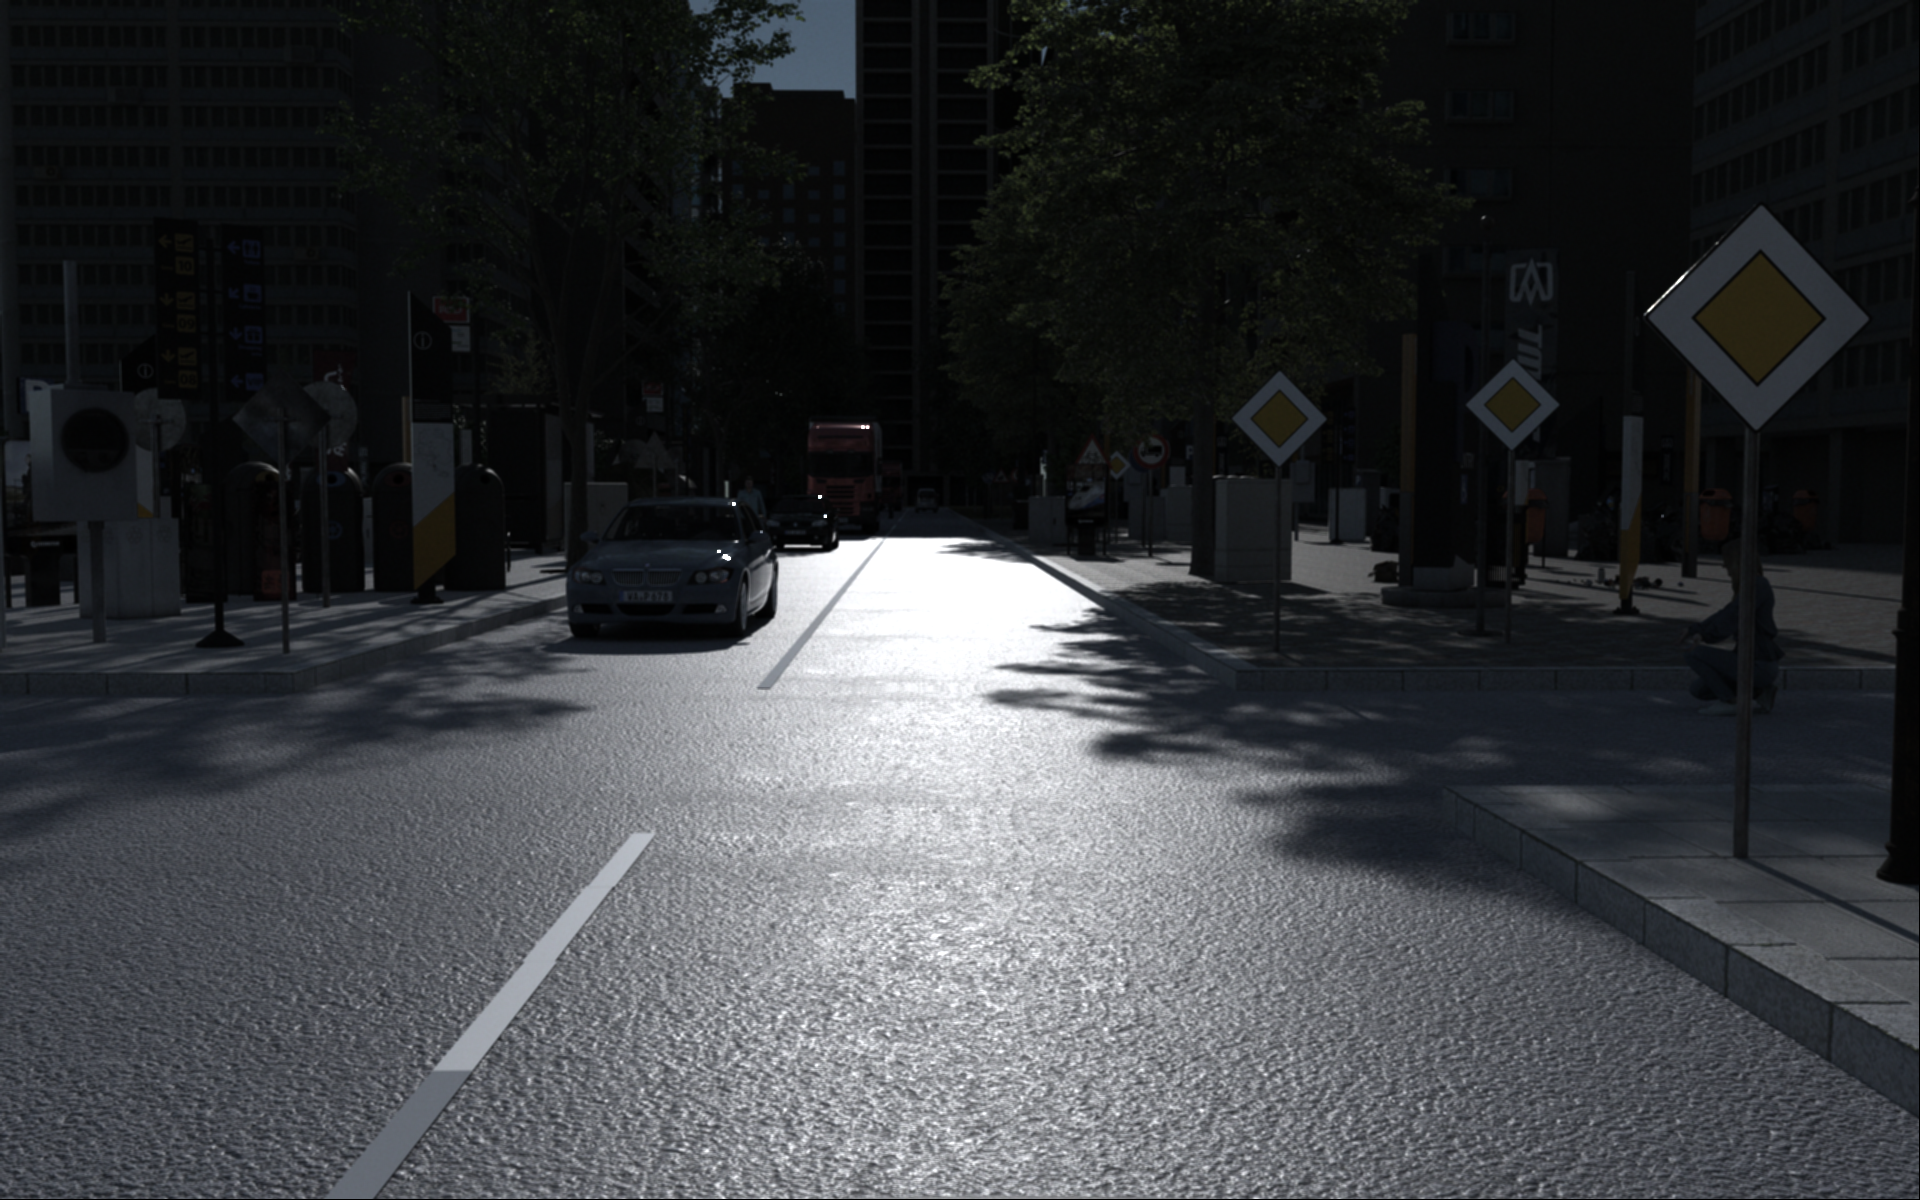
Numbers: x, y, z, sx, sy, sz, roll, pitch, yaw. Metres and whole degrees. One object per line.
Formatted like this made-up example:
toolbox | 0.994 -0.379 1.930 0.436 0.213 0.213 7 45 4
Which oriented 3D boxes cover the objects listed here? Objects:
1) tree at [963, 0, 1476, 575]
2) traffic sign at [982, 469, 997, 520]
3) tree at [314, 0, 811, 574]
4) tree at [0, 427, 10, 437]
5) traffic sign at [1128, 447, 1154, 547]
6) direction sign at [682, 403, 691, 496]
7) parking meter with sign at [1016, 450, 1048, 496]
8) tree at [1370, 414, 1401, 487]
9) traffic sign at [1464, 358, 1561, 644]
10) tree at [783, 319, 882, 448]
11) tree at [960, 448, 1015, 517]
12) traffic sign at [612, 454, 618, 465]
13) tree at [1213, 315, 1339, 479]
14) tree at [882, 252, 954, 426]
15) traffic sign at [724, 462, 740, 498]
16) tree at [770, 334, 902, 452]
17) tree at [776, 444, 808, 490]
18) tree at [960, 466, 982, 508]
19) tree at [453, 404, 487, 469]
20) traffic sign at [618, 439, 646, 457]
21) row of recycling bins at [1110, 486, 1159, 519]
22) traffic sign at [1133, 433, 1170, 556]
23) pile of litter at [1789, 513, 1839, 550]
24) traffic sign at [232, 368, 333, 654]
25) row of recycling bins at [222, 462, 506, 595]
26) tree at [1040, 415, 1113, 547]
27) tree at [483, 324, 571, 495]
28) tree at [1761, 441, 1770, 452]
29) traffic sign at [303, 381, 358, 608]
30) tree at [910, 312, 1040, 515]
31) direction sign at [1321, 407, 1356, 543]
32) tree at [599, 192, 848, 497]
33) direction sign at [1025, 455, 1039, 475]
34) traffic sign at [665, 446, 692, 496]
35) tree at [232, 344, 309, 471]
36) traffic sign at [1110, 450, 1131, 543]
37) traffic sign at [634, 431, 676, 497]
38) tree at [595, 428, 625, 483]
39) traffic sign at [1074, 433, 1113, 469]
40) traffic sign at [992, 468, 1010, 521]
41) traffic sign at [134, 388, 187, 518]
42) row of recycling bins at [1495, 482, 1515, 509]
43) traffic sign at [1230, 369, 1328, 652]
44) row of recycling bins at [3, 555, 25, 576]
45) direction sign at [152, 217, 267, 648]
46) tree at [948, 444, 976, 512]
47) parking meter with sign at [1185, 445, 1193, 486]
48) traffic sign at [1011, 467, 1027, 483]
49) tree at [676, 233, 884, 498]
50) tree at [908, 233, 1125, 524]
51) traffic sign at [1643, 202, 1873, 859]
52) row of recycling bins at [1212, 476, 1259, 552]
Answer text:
tree | 3.959 -6.647 26.800 7.486 12.596 7.792 0 3 0
traffic sign | 1.484 -5.315 87.008 0.768 2.556 0.104 0 4 2
tree | -6.218 -6.237 27.738 9.928 11.665 9.643 0 3 0
tree | -40.359 -5.342 71.055 4.285 4.588 4.351 0 3 0
traffic sign | 4.478 -2.574 42.189 0.768 2.556 0.104 0 4 2
direction sign | -6.860 -3.152 43.525 0.379 3.537 0.876 0 4 2
parking meter with sign | 2.854 -4.342 67.260 1.738 3.016 0.543 -3 5 -44
tree | 16.878 -4.902 63.857 4.285 4.588 4.351 0 3 0
traffic sign | 4.686 -0.830 14.759 0.795 2.450 0.064 0 4 8
tree | -8.485 -11.793 110.943 7.486 12.596 7.792 0 3 0
tree | 1.512 -7.003 98.220 4.285 4.588 4.351 0 3 0
traffic sign | -9.412 -2.948 48.205 0.884 2.594 0.081 0 4 8
tree | 13.071 -7.250 68.902 4.360 8.622 3.978 0 3 0
tree | 2.678 -8.551 57.932 7.486 12.596 7.792 0 3 0
traffic sign | -9.179 -4.233 69.312 0.768 2.556 0.104 0 4 1
tree | -9.331 -13.280 127.496 12.009 13.543 11.850 0 3 0
tree | -8.817 -6.991 98.019 4.285 4.588 4.351 0 3 0
tree | 0.836 -12.868 160.759 4.737 8.622 4.395 0 3 0
tree | -17.822 -4.746 61.315 4.285 4.588 4.351 0 3 0
traffic sign | -7.525 -2.444 40.069 0.768 2.556 0.104 0 4 2
row of recycling bins | 8.572 -4.974 88.438 3.534 1.692 1.069 2 4 35
traffic sign | 3.931 -2.175 35.675 0.768 2.556 0.104 0 4 1
pile of litter | 19.488 -1.607 40.246 1.176 0.858 1.719 -2 4 -27
traffic sign | -5.420 -0.626 13.877 0.795 2.450 0.064 0 4 -1
row of recycling bins | -7.828 -0.960 22.809 3.534 1.692 1.069 -1 4 -19
tree | 2.731 -2.951 42.852 1.663 3.219 1.824 0 3 0
tree | -18.974 -7.618 74.918 4.360 8.622 3.978 0 3 0
tree | 30.934 -7.009 64.961 4.737 8.622 4.395 0 3 0
traffic sign | -7.163 -1.186 19.505 0.768 2.556 0.104 0 4 1
tree | 1.800 -12.272 107.294 9.857 13.997 8.962 0 3 0
direction sign | 9.819 -3.244 45.031 0.876 3.537 0.379 0 4 7
tree | -7.123 -7.244 52.846 8.767 10.594 7.601 1 4 16
direction sign | 3.422 -5.552 82.764 0.876 3.537 0.379 -2 4 -32
traffic sign | -7.547 -2.823 46.254 0.768 2.556 0.104 0 4 1
tree | -33.523 -8.214 84.660 4.737 8.622 4.395 0 3 0
traffic sign | 4.111 -2.711 45.509 0.795 2.450 0.064 0 4 6
traffic sign | -6.301 -2.189 35.786 0.884 2.594 0.081 0 3 0
tree | -18.104 -6.310 86.889 4.285 4.588 4.351 0 3 0
traffic sign | 2.823 -2.264 37.026 0.884 2.594 0.081 0 4 4
traffic sign | 1.973 -5.076 83.001 0.884 2.594 0.081 0 4 7
traffic sign | -9.642 -1.264 20.770 0.768 2.556 0.104 0 4 5
row of recycling bins | 19.379 -3.233 59.964 1.069 1.692 3.534 0 4 3
traffic sign | 2.573 -0.636 14.037 0.795 2.450 0.064 0 4 -1
row of recycling bins | -15.264 -1.166 26.180 1.069 1.692 3.534 0 4 0
direction sign | -6.246 -1.377 14.511 0.876 3.537 0.379 -3 5 -40
tree | 0.929 -10.496 121.969 4.360 8.622 3.978 0 3 0
parking meter with sign | 8.541 -3.923 60.406 0.543 3.016 1.738 -2 4 -33
traffic sign | 2.731 -4.891 80.067 0.768 2.556 0.104 0 4 7
tree | -8.044 -9.750 76.413 9.611 12.733 9.660 0 3 0
tree | 2.627 -9.589 73.789 9.611 12.733 9.660 0 3 0
traffic sign | 2.754 -0.147 6.054 0.795 2.450 0.064 0 4 -1
row of recycling bins | 6.382 -2.004 39.882 1.069 1.692 3.534 2 4 24
